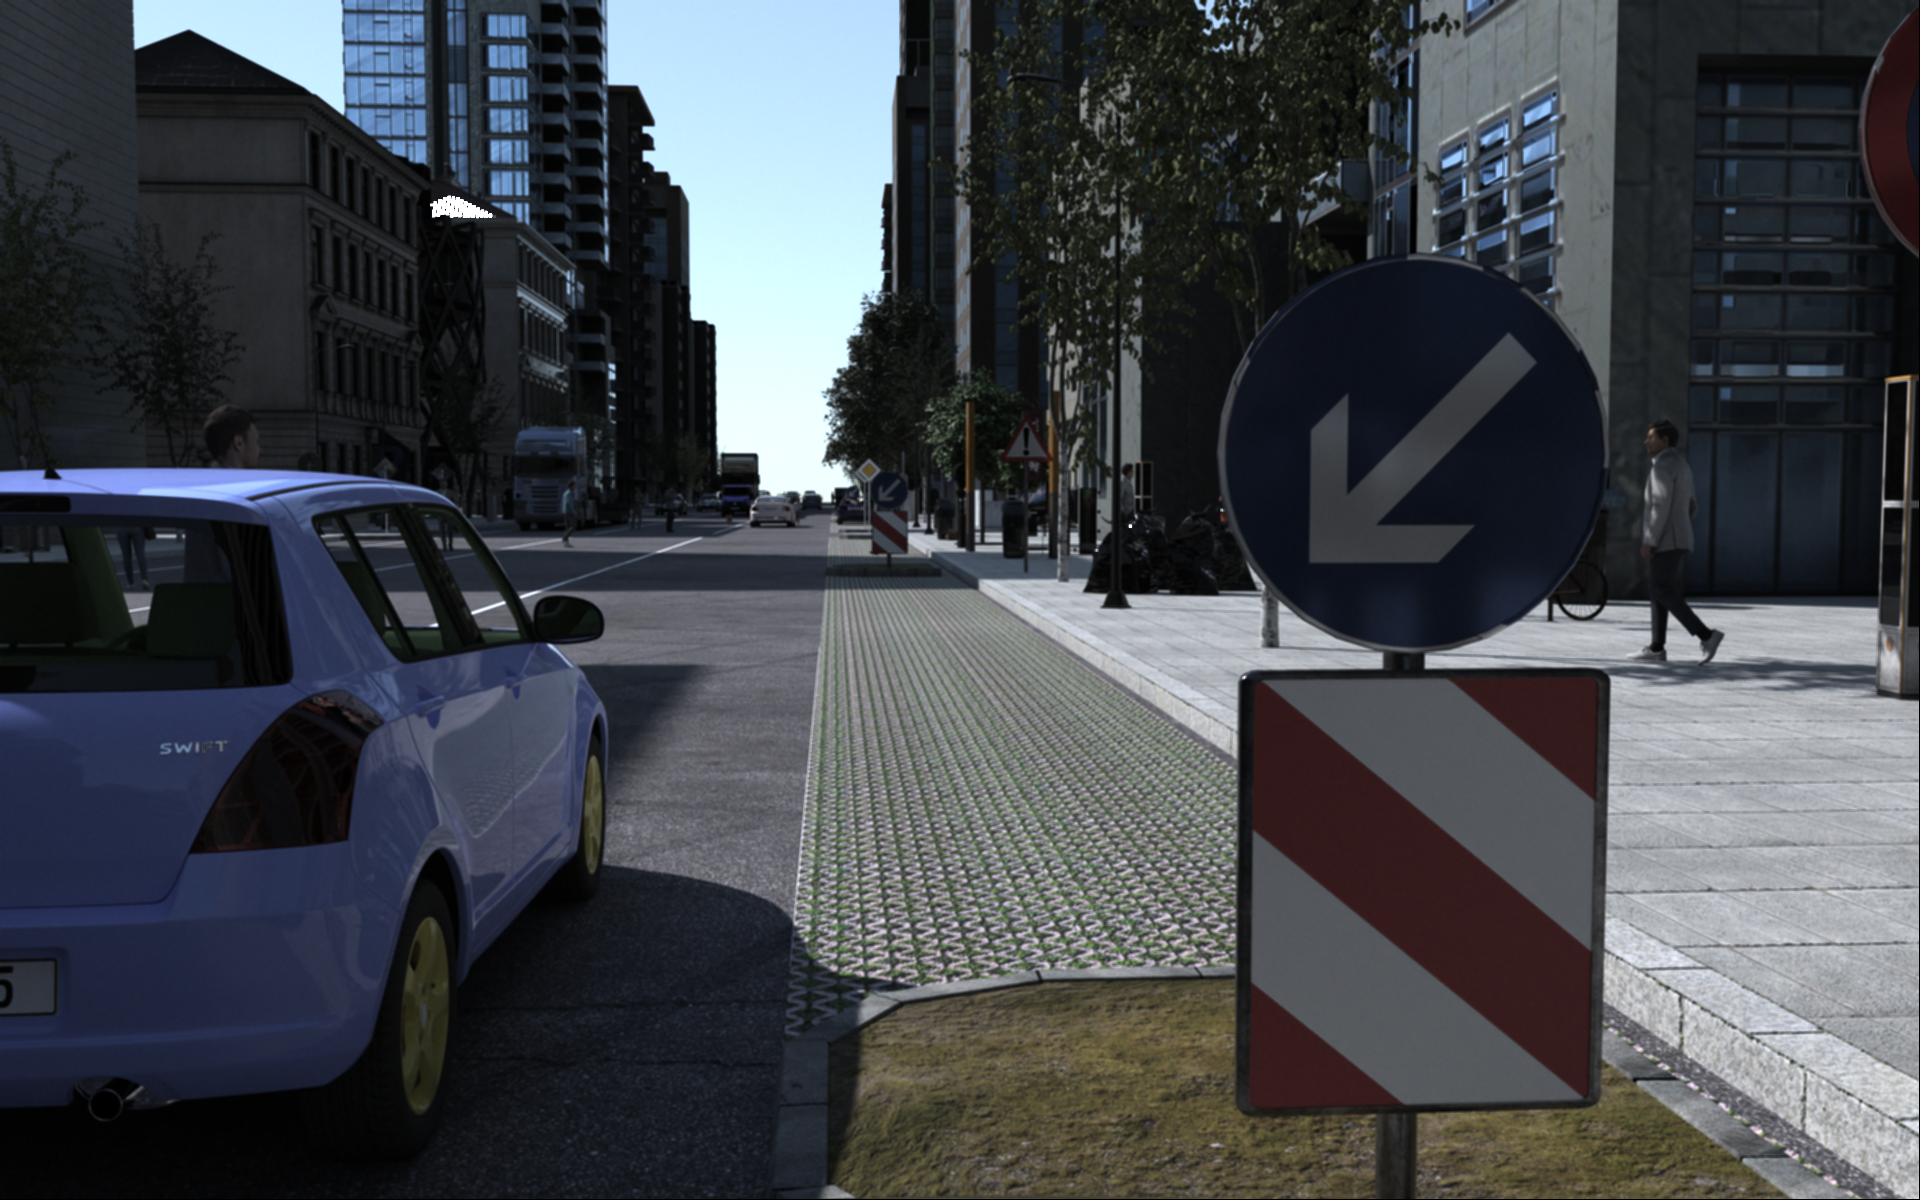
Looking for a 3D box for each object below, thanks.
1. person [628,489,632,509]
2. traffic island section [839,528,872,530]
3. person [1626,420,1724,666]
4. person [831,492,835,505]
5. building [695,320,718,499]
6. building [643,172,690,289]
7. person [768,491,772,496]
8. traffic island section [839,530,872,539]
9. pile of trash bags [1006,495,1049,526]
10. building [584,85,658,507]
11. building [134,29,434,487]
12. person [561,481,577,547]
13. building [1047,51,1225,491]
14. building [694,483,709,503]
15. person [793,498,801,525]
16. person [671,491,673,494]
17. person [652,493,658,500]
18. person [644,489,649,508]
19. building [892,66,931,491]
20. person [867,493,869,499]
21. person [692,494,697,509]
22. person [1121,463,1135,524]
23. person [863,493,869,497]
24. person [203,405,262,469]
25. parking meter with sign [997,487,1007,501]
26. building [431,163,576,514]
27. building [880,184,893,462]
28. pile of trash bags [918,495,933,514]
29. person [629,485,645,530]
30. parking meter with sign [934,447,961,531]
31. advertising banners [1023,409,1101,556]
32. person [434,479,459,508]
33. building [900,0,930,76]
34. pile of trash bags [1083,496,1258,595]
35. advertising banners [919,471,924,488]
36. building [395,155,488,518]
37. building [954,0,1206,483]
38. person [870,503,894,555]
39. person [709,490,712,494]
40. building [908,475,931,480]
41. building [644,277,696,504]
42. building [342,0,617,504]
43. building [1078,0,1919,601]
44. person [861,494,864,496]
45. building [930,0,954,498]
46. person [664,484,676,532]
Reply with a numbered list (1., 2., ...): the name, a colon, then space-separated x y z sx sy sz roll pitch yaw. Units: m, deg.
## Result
1. person: -28.172 -8.645 148.107 0.721 1.735 1.217 -1 4 -19
2. traffic island section: -3.465 -2.546 63.910 2.009 0.180 2.903 0 4 -4
3. person: 5.440 -0.442 13.123 0.795 1.843 0.661 3 5 42
4. person: -16.927 -13.586 231.182 0.434 1.755 0.990 1 4 19
5. building: -47.241 -31.263 282.843 14.160 30.474 14.107 0 4 -4
6. building: -45.522 -36.320 243.943 14.600 45.320 14.200 0 4 -4
7. person: -20.303 -10.666 183.601 1.217 1.736 0.721 0 4 3
8. traffic island section: -2.884 -2.059 55.946 2.009 0.180 2.903 0 4 -4
9. pile of trash bags: 2.976 -3.701 70.271 1.912 1.369 3.447 3 4 36
10. building: -43.796 -32.263 182.117 22.147 44.769 28.867 0 4 -4
11. building: -30.149 -12.843 74.612 10.561 19.102 19.286 0 4 -4
12. person: -10.531 -2.305 46.533 0.444 1.785 0.601 -1 4 -22
13. building: 20.208 -14.531 82.622 28.899 21.520 27.650 0 4 -4
14. building: -54.820 -34.927 262.930 32.217 40.220 23.993 0 4 -4
15. person: -7.571 -4.112 80.418 0.332 1.250 0.352 1 4 23
16. person: -30.940 -10.996 185.829 1.348 1.824 0.705 1 4 16
17. person: -31.497 -10.439 179.973 1.065 1.426 0.557 -2 4 -31
18. person: -29.751 -9.657 164.601 0.551 1.740 0.621 3 5 43
19. building: 0.011 -32.591 182.981 14.600 45.320 14.200 0 4 -4
20. person: -13.169 -14.731 247.825 0.756 1.711 0.436 -3 4 -37
21. person: -25.573 -9.455 166.317 0.991 1.433 0.599 3 4 37
22. person: 2.917 -1.567 31.518 0.795 1.843 0.661 1 4 20
23. person: -12.091 -13.265 223.709 1.217 1.735 0.721 -2 4 -29
24. person: -2.991 0.083 7.336 0.583 1.804 0.606 -3 5 -40
25. parking meter with sign: 2.235 -5.603 87.871 1.738 3.016 0.543 -1 4 -10
26. building: -33.464 -17.234 117.934 11.583 22.565 21.152 0 4 -4
27. building: 0.233 -35.819 240.267 22.147 44.769 28.867 0 4 -4
28. pile of trash bags: -2.834 -6.334 113.317 1.912 1.369 3.447 0 4 -5
29. person: -12.913 -3.691 69.197 0.599 1.781 0.374 2 4 31
30. parking meter with sign: -0.426 -4.161 64.289 0.543 3.016 1.738 2 4 24
31. advertising banners: 2.136 -2.453 36.295 2.074 3.025 0.090 -3 4 -36
32. person: -12.885 -2.126 43.385 0.709 1.813 0.853 -1 4 -20
33. building: 1.443 -46.625 200.575 20.563 71.187 20.611 0 4 -4
34. pile of trash bags: 3.158 -0.837 23.431 1.912 1.369 3.447 2 4 32
35. advertising banners: -3.511 -8.099 128.609 2.074 3.025 0.090 1 4 12
36. building: -34.279 -13.757 92.385 16.820 18.784 16.811 0 4 -4
37. building: 6.984 -28.105 109.622 14.600 45.320 14.200 0 4 -4
38. person: -1.808 -1.959 40.808 0.678 1.792 0.850 2 4 30
39. person: -25.492 -10.331 177.353 1.348 1.831 0.705 3 4 37
40. building: 10.571 -28.924 164.792 32.217 40.220 23.993 0 4 -4
41. building: -43.291 -28.037 230.113 14.160 30.474 14.107 0 4 -4
42. building: -41.554 -51.248 150.569 22.319 86.520 31.000 0 4 -4
43. building: 15.772 -44.137 34.315 22.319 86.520 31.000 0 4 -4
44. person: -14.949 -16.155 270.189 1.348 1.823 0.705 -2 4 -27
45. building: 4.659 -27.409 131.738 14.154 41.232 14.086 0 4 -4
46. person: -10.841 -3.436 64.865 0.473 1.802 0.592 0 4 -3
